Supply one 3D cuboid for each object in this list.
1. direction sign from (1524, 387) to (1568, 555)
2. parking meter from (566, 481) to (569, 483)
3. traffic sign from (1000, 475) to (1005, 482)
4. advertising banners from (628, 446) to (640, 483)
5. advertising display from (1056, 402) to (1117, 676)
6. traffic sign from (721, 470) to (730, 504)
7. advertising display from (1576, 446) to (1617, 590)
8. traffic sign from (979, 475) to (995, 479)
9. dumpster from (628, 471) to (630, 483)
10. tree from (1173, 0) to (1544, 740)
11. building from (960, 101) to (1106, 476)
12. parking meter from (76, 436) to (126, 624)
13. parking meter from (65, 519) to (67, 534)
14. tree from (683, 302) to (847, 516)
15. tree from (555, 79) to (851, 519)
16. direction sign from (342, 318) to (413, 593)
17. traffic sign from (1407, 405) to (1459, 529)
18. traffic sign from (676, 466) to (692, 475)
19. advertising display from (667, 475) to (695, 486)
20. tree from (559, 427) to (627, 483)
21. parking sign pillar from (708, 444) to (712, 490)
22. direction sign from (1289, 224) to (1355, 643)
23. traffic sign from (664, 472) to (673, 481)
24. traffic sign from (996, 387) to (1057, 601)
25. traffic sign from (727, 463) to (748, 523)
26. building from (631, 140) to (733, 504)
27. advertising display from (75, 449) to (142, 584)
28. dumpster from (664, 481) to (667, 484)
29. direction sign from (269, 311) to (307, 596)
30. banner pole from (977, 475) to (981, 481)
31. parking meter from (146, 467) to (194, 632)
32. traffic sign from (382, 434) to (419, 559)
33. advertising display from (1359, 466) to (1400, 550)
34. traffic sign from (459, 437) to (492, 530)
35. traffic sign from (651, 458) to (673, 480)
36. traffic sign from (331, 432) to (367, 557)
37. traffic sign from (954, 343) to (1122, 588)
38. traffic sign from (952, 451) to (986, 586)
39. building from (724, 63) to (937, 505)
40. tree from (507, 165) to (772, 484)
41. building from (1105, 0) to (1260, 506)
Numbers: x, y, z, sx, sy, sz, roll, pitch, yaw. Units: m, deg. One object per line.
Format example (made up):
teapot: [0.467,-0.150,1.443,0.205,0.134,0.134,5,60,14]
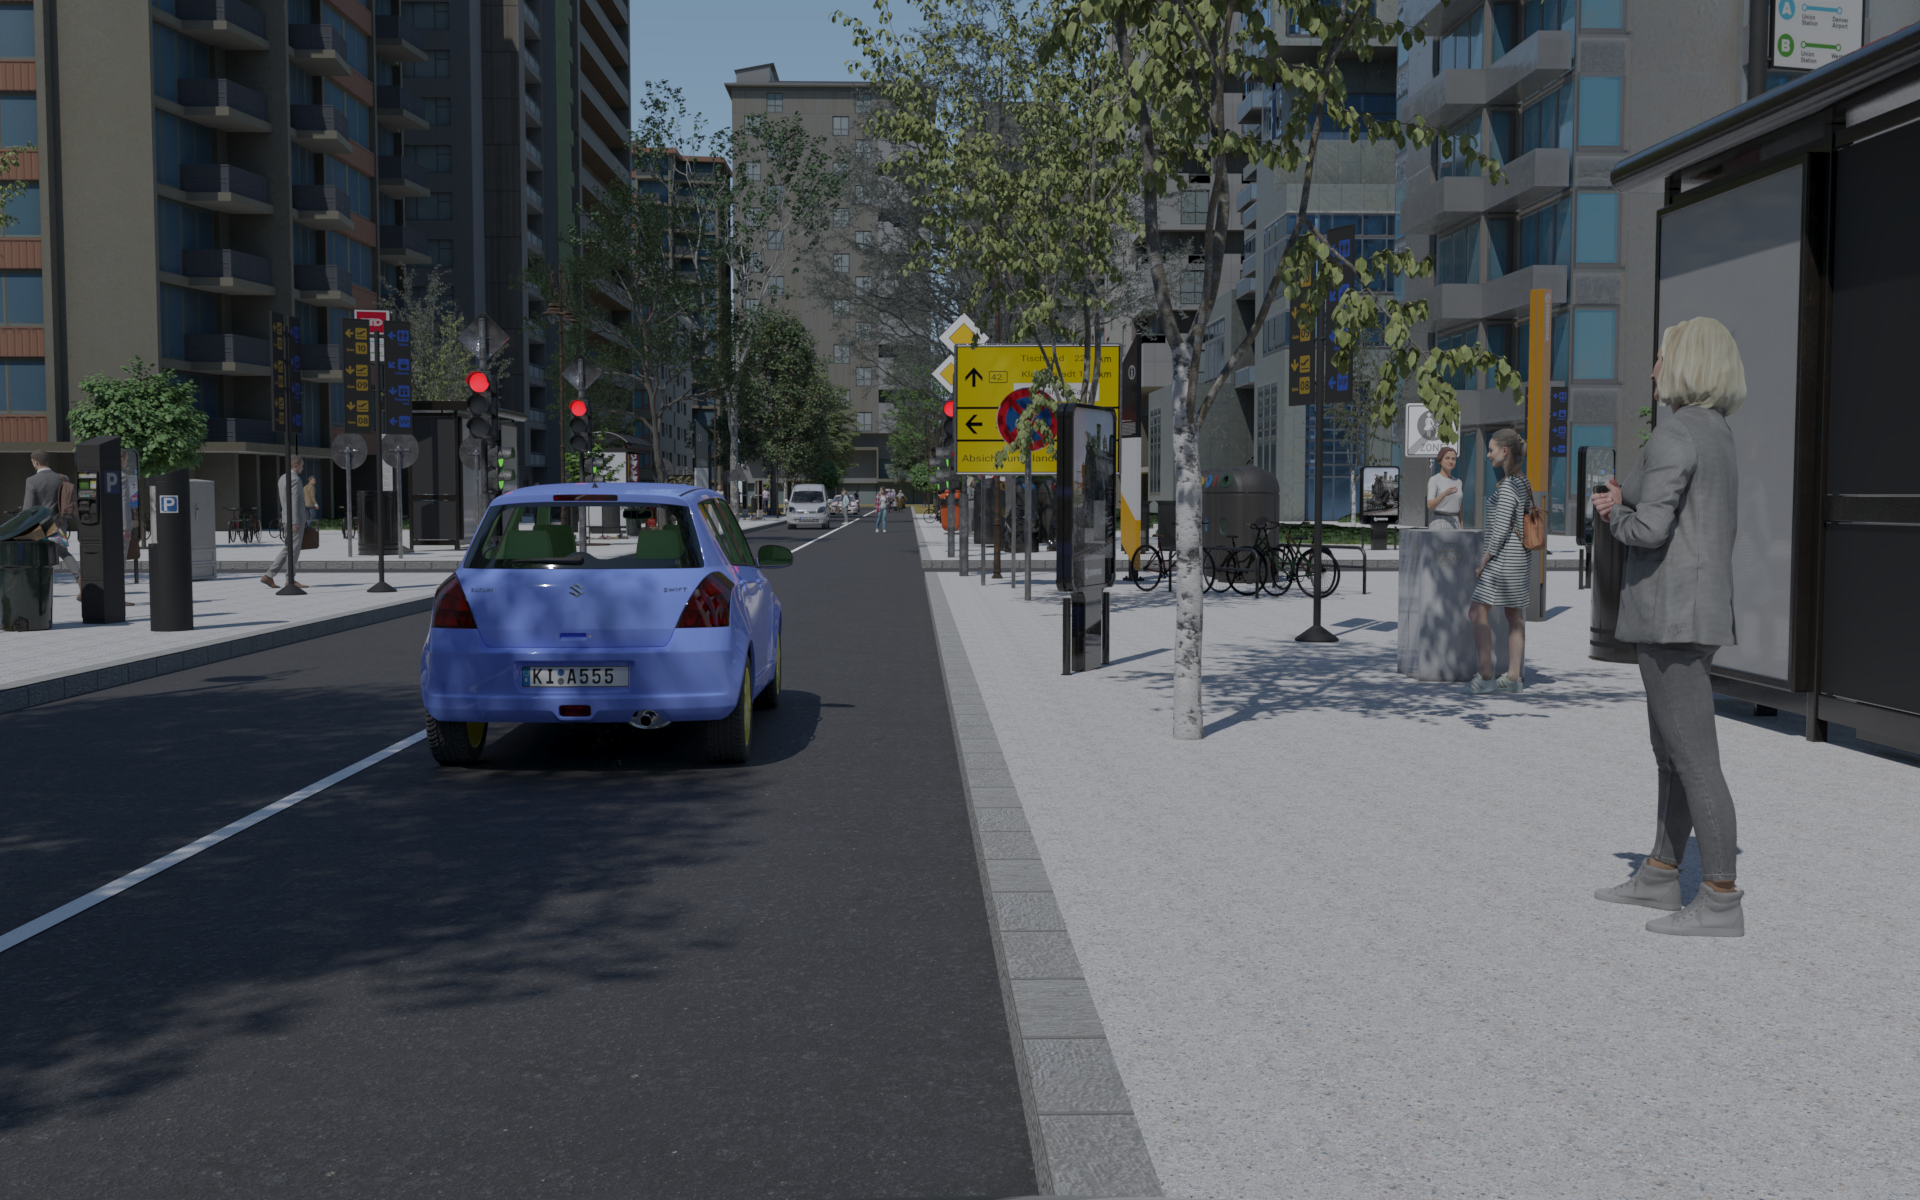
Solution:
direction sign: [12.360,-2.728,36.597,0.876,3.537,0.379,0,4,3]
parking meter: [-12.873,-3.166,57.479,0.399,1.863,0.255,3,5,39]
traffic sign: [2.038,-5.027,82.300,0.768,2.556,0.104,0,4,5]
advertising banners: [-11.255,-4.095,63.145,2.074,3.025,0.090,-3,5,-44]
advertising display: [0.925,-0.452,12.606,0.123,1.923,0.974,2,4,24]
traffic sign: [-12.500,-5.694,93.199,0.768,2.556,0.104,0,4,6]
advertising display: [8.639,-1.120,23.524,0.123,1.923,0.974,3,5,44]
traffic sign: [1.149,-4.424,72.436,0.768,2.556,0.104,0,4,2]
dumpster: [-12.964,-3.827,65.065,1.502,2.255,1.985,0,4,-2]
tree: [1.212,-3.562,8.603,4.737,8.622,4.395,0,3,0]
building: [10.583,-36.321,217.553,21.600,48.544,21.300,0,4,-2]
parking meter: [-8.522,-0.701,17.179,0.255,1.863,0.399,1,4,10]
parking meter: [-19.101,-1.725,36.614,0.372,1.533,0.369,0,3,0]
tree: [-11.187,-11.395,103.319,9.611,12.733,9.660,0,3,0]
tree: [-11.724,-13.746,80.634,12.611,20.169,13.585,0,3,0]
direction sign: [-7.572,-1.871,22.580,0.876,3.537,0.379,-2,4,-35]
traffic sign: [5.337,-1.070,19.630,0.606,2.300,0.079,0,4,1]
traffic sign: [-10.091,-3.743,63.330,0.606,2.300,0.079,0,4,7]
advertising display: [-9.190,-3.187,57.315,0.974,1.923,0.123,0,3,0]
tree: [-9.127,-2.970,43.165,1.663,3.219,1.824,0,3,0]
parking sign pillar: [-13.703,-6.405,93.192,1.447,3.967,1.447,0,4,5]
direction sign: [3.114,-1.407,15.007,0.379,3.537,0.876,-2,4,-25]
traffic sign: [-11.388,-4.062,66.522,0.768,2.556,0.104,0,4,8]
traffic sign: [0.818,-1.264,20.768,0.768,2.556,0.104,0,4,-1]
traffic sign: [-9.170,-4.371,71.477,0.884,2.594,0.081,0,4,3]
building: [-43.146,-34.408,217.190,28.867,44.769,22.147,0,4,-2]
advertising display: [-11.965,-1.171,24.365,0.123,1.923,0.974,2,4,24]
dumpster: [-11.173,-3.823,68.266,1.264,1.857,1.865,0,4,-2]
direction sign: [-8.516,-1.832,21.949,0.379,3.537,0.876,0,4,1]
banner pole: [1.096,-6.419,94.961,0.401,3.779,0.863,2,4,33]
parking meter: [-7.416,-0.480,16.257,0.372,1.533,0.369,0,3,0]
traffic sign: [-11.103,-2.092,34.308,0.768,2.556,0.104,0,4,-1]
advertising display: [9.565,-2.097,39.499,0.974,1.923,0.123,-1,4,-18]
traffic sign: [-10.362,-2.267,37.176,0.768,2.556,0.104,0,3,0]
traffic sign: [-10.529,-3.739,61.245,0.768,2.556,0.104,0,4,1]
traffic sign: [-12.417,-2.146,35.194,0.768,2.556,0.104,0,4,5]
traffic sign: [1.051,-1.809,23.453,2.265,3.308,0.079,0,4,3]
traffic sign: [0.324,-1.479,24.190,0.884,2.594,0.081,0,4,5]
building: [-14.601,-38.641,221.019,27.495,52.752,28.713,0,4,-2]
tree: [-8.861,-7.058,49.809,7.601,10.594,8.767,1,4,9]
building: [25.607,-32.985,128.549,28.713,52.752,27.495,0,4,-2]
